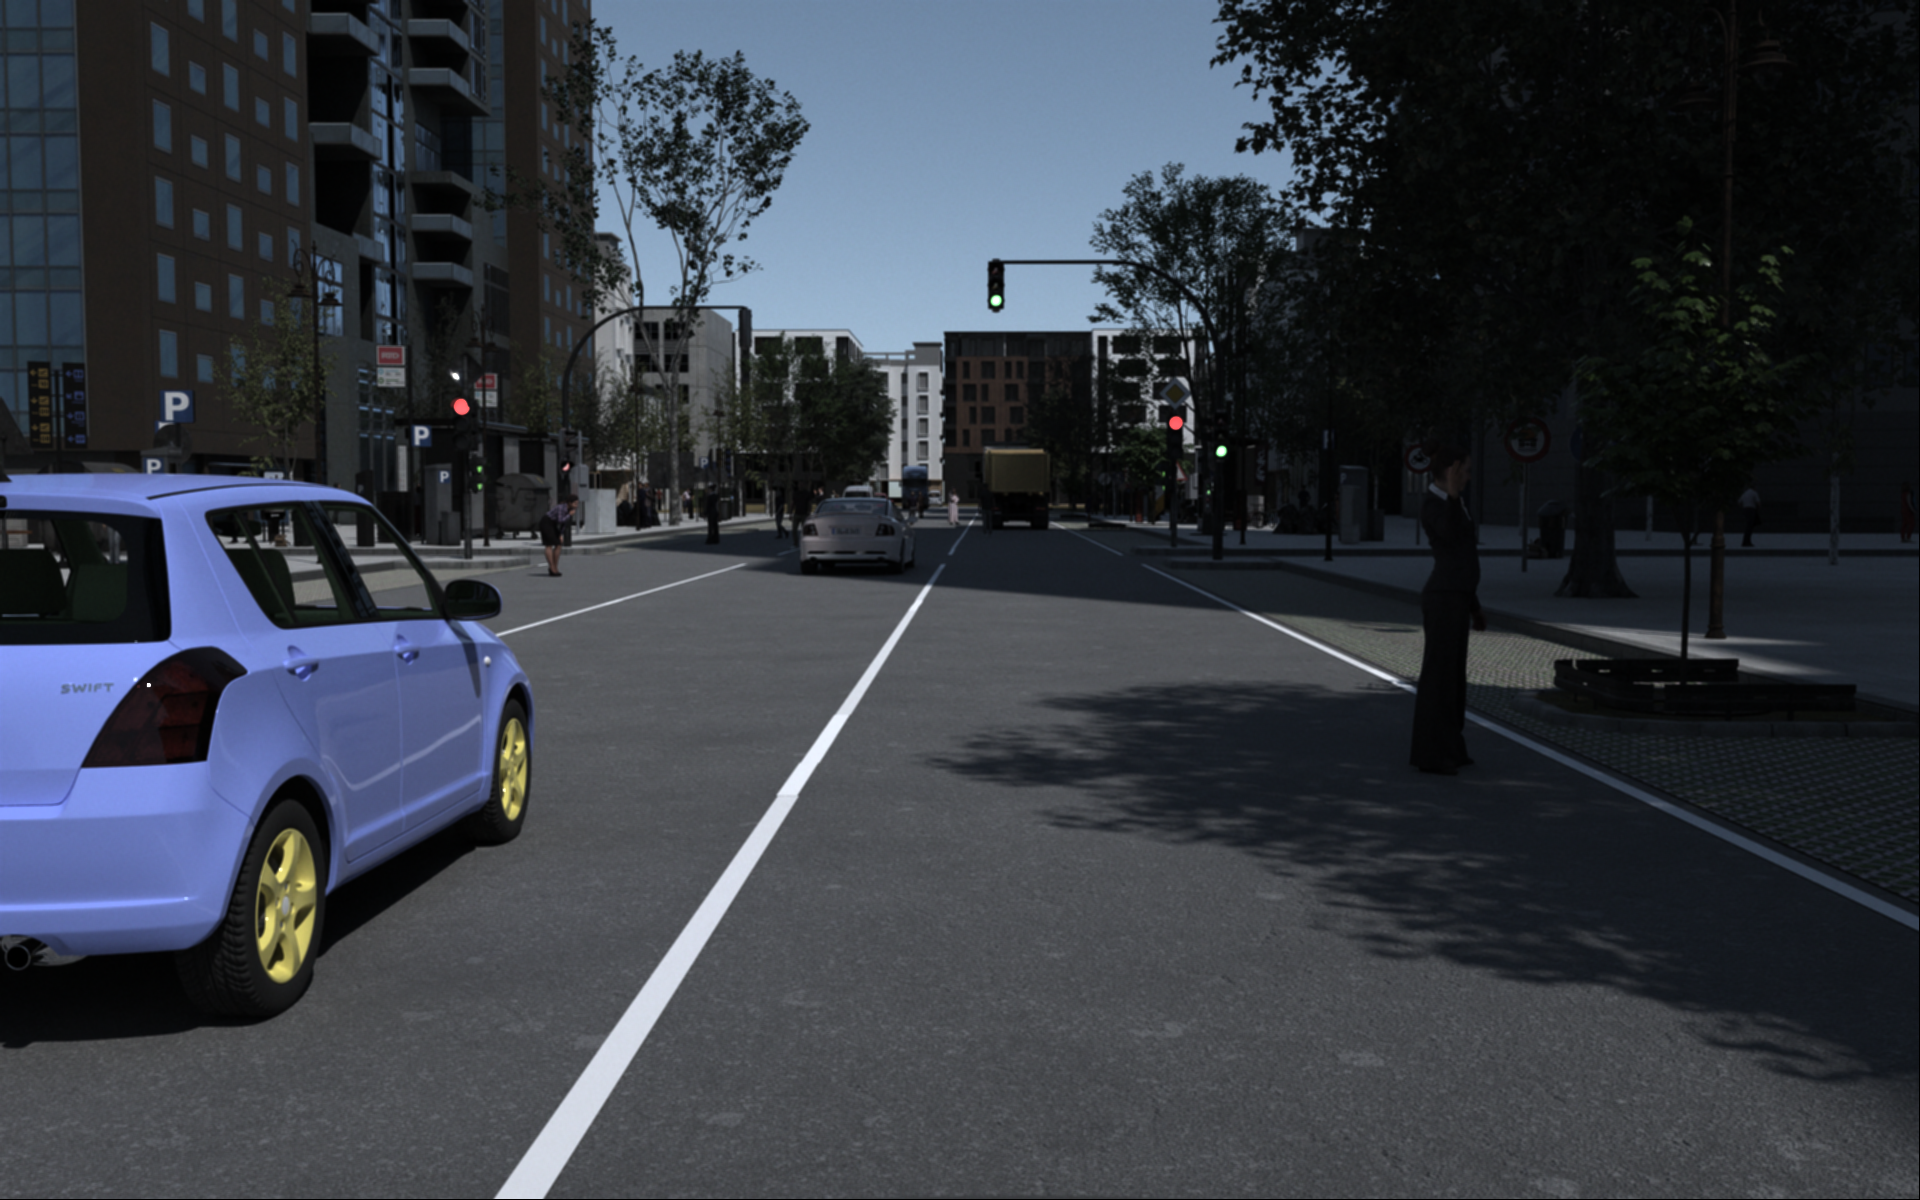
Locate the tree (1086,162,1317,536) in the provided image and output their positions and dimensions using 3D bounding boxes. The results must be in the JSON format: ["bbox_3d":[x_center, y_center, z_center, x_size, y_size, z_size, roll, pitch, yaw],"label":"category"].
[{"bbox_3d":[7.713,-7.827,53.727,9.928,11.665,9.643,0,3,0],"label":"tree"}]

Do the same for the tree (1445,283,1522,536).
[{"bbox_3d":[16.979,-6.270,52.880,4.737,8.622,4.395,0,3,0],"label":"tree"}]

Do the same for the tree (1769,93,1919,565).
[{"bbox_3d":[15.582,-4.939,31.115,4.737,8.622,4.395,0,3,0],"label":"tree"}]

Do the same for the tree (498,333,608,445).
[{"bbox_3d":[-19.374,-7.912,79.725,4.737,8.622,4.395,0,3,0],"label":"tree"}]

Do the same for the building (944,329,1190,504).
[{"bbox_3d":[14.440,-23.494,228.105,32.646,21.610,27.936,0,4,1],"label":"building"}]

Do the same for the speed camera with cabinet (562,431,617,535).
[{"bbox_3d":[-11.740,-3.702,54.866,0.660,3.252,2.038,2,4,26],"label":"speed camera with cabinet"}]

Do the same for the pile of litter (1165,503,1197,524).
[{"bbox_3d":[9.927,-3.783,75.816,1.176,0.858,1.719,-1,4,-18],"label":"pile of litter"}]

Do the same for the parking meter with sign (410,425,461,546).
[{"bbox_3d":[-13.039,-2.872,43.212,0.543,3.016,1.738,-3,5,-44],"label":"parking meter with sign"}]

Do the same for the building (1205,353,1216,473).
[{"bbox_3d":[36.923,-22.356,221.934,11.380,20.091,16.016,0,4,1],"label":"building"}]

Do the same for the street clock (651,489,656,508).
[{"bbox_3d":[-14.986,-4.884,84.431,0.358,2.002,0.471,-1,4,-12],"label":"street clock"}]

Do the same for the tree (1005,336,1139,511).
[{"bbox_3d":[8.900,-13.705,134.448,12.009,13.543,11.850,0,3,0],"label":"tree"}]

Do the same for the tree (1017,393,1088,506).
[{"bbox_3d":[10.748,-16.954,194.198,9.611,12.733,9.660,0,3,0],"label":"tree"}]

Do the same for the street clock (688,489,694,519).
[{"bbox_3d":[-13.806,-5.159,88.926,0.358,2.002,0.471,1,4,20],"label":"street clock"}]

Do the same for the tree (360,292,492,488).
[{"bbox_3d":[-19.058,-6.855,62.438,4.360,8.622,3.978,0,3,0],"label":"tree"}]

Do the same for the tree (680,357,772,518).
[{"bbox_3d":[-11.822,-8.708,92.742,4.737,8.622,4.395,0,3,0],"label":"tree"}]

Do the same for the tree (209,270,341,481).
[{"bbox_3d":[-22.126,-6.508,56.764,4.737,8.622,4.395,0,3,0],"label":"tree"}]

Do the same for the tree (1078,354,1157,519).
[{"bbox_3d":[8.070,-8.525,89.749,4.360,8.622,3.978,0,3,0],"label":"tree"}]

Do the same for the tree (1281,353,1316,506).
[{"bbox_3d":[18.322,-8.105,82.881,4.737,8.622,4.395,0,3,0],"label":"tree"}]

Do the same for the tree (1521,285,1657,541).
[{"bbox_3d":[18.677,-5.931,47.336,4.737,8.622,4.395,0,3,0],"label":"tree"}]

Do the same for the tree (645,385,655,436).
[{"bbox_3d":[-20.463,-9.060,98.497,4.360,8.622,3.978,0,3,0],"label":"tree"}]

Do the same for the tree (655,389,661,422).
[{"bbox_3d":[-20.059,-9.393,103.932,4.360,8.622,3.978,0,3,0],"label":"tree"}]

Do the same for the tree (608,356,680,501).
[{"bbox_3d":[-17.084,-8.678,92.245,4.737,8.622,4.395,0,3,0],"label":"tree"}]

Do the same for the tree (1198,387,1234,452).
[{"bbox_3d":[17.837,-9.953,113.098,4.737,8.622,4.395,0,3,0],"label":"tree"}]

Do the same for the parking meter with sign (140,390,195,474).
[{"bbox_3d":[-13.056,-1.958,28.274,0.543,3.016,1.738,0,4,-4],"label":"parking meter with sign"}]

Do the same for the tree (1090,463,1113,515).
[{"bbox_3d":[8.929,-7.001,109.075,1.663,3.219,1.824,0,3,0],"label":"tree"}]

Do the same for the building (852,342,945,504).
[{"bbox_3d":[-7.827,-22.365,222.087,11.380,20.091,16.016,0,4,1],"label":"building"}]

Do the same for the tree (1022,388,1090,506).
[{"bbox_3d":[9.979,-16.271,184.164,7.486,12.596,7.792,0,3,0],"label":"tree"}]

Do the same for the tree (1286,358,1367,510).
[{"bbox_3d":[17.287,-7.751,77.086,4.360,8.622,3.978,0,3,0],"label":"tree"}]

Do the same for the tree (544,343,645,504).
[{"bbox_3d":[-18.156,-8.231,84.941,4.360,8.622,3.978,0,3,0],"label":"tree"}]

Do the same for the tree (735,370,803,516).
[{"bbox_3d":[-11.322,-9.264,101.826,4.360,8.622,3.978,0,3,0],"label":"tree"}]

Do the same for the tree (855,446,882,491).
[{"bbox_3d":[-10.203,-14.571,188.597,4.360,8.622,3.978,0,3,0],"label":"tree"}]

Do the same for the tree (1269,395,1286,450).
[{"bbox_3d":[18.465,-8.598,90.942,4.360,8.622,3.978,0,3,0],"label":"tree"}]

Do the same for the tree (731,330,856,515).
[{"bbox_3d":[-10.605,-11.194,108.771,9.928,11.665,9.643,0,3,0],"label":"tree"}]

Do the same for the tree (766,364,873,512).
[{"bbox_3d":[-10.562,-11.547,123.201,7.601,10.594,8.767,1,4,21],"label":"tree"}]

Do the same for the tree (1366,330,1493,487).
[{"bbox_3d":[18.215,-7.060,65.799,4.360,8.622,3.978,0,3,0],"label":"tree"}]

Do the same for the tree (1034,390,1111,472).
[{"bbox_3d":[10.010,-13.589,156.589,7.601,10.594,8.767,0,4,-6],"label":"tree"}]

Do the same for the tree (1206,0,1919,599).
[{"bbox_3d":[7.936,-6.390,21.481,9.611,12.733,9.660,0,3,0],"label":"tree"}]

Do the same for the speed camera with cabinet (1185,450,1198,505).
[{"bbox_3d":[11.264,-5.158,78.662,2.038,3.252,0.660,-1,4,-18],"label":"speed camera with cabinet"}]

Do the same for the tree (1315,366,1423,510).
[{"bbox_3d":[17.337,-7.377,70.978,4.737,8.622,4.395,0,3,0],"label":"tree"}]

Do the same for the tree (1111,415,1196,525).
[{"bbox_3d":[7.951,-5.373,71.562,4.285,4.588,4.351,0,3,0],"label":"tree"}]

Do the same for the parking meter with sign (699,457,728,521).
[{"bbox_3d":[-11.701,-5.274,82.491,0.543,3.016,1.738,2,4,24],"label":"parking meter with sign"}]

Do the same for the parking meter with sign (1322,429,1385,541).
[{"bbox_3d":[10.675,-3.096,46.873,1.738,3.016,0.543,-2,4,-24],"label":"parking meter with sign"}]

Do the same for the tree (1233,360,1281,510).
[{"bbox_3d":[18.019,-8.895,95.790,4.737,8.622,4.395,0,3,0],"label":"tree"}]

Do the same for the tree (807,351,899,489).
[{"bbox_3d":[-10.157,-15.208,155.301,9.857,13.997,8.962,0,3,0],"label":"tree"}]

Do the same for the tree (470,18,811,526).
[{"bbox_3d":[-12.756,-13.120,70.400,12.611,20.169,13.585,0,3,0],"label":"tree"}]

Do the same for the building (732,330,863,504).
[{"bbox_3d":[-29.842,-23.569,229.322,32.646,21.610,27.936,0,4,1],"label":"building"}]
